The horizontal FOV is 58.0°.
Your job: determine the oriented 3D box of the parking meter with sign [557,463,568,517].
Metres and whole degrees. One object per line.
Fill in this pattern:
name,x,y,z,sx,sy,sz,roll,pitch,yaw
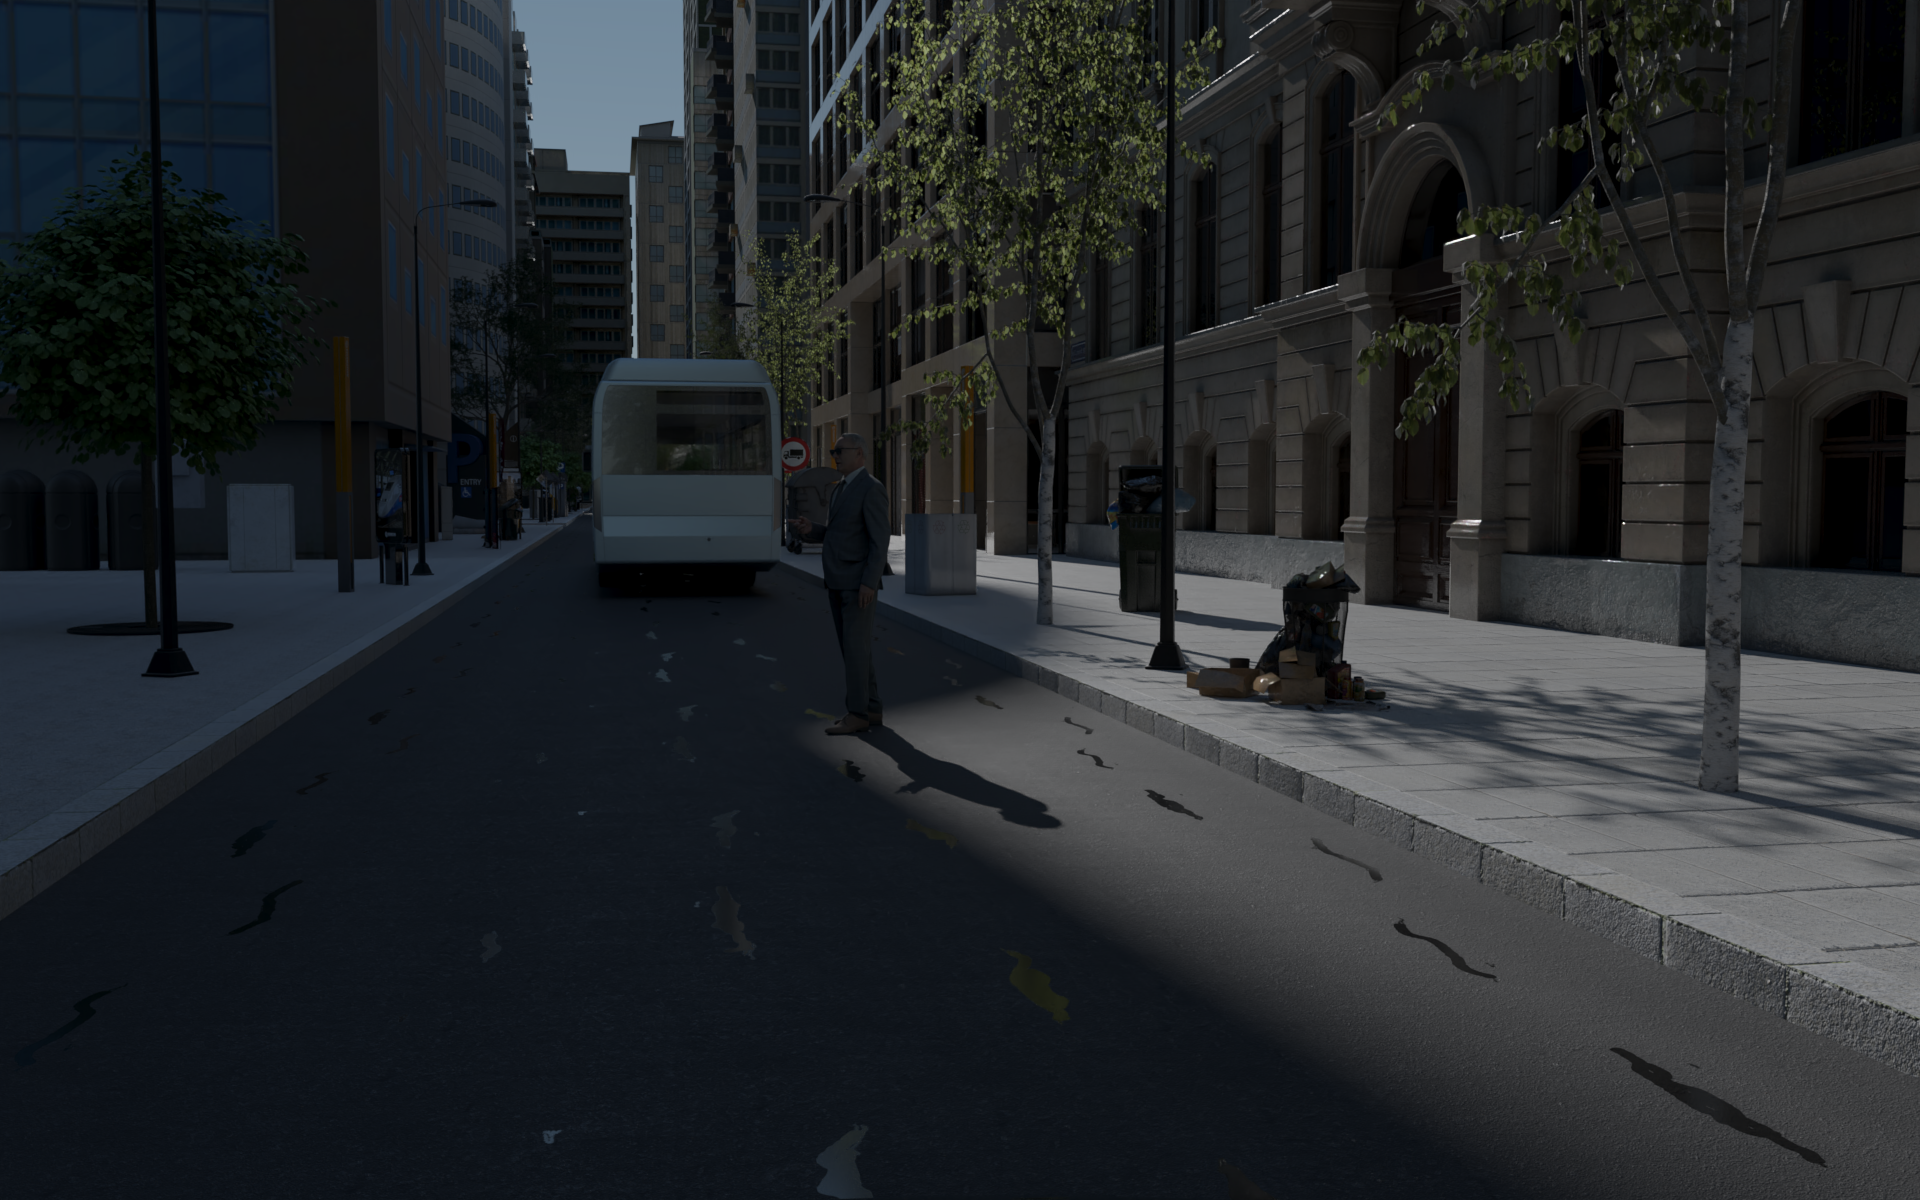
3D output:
parking meter with sign,-22.151,-6.128,96.451,0.543,3.016,1.738,0,4,-6

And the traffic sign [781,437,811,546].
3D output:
traffic sign,-3.701,-2.349,38.512,0.768,2.556,0.104,-1,4,-9

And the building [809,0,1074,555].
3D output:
building,6.788,-15.261,54.028,19.350,26.468,34.151,-1,4,-11

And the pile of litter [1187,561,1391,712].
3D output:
pile of litter,2.062,0.182,10.982,1.176,0.858,1.719,0,4,-5

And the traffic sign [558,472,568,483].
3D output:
traffic sign,-23.216,-6.162,100.853,0.768,2.556,0.104,0,4,-2

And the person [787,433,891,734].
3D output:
person,-0.718,-0.114,10.535,0.590,1.801,0.661,-2,4,-30

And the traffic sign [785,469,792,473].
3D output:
traffic sign,-4.646,-2.684,43.883,0.884,2.594,0.081,-1,4,-10

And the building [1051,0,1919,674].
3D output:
building,10.559,-12.250,19.375,14.460,24.649,34.723,-1,4,-11

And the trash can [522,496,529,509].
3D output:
trash can,-37.733,-8.488,150.429,0.748,1.137,0.748,0,3,0

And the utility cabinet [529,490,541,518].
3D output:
utility cabinet,-22.403,-5.062,91.447,0.318,1.500,1.173,-2,4,-33

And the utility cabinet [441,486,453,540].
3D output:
utility cabinet,-14.350,-2.434,48.474,0.318,1.500,1.173,-1,4,-17

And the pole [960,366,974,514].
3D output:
pole,0.113,-2.066,27.628,0.158,3.312,0.155,0,3,0

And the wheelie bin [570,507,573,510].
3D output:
wheelie bin,-31.606,-8.127,140.787,0.980,1.594,0.693,-2,4,-32

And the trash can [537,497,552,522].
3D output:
trash can,-19.312,-4.223,80.703,0.748,1.137,0.748,0,3,0

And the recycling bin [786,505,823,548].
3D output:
recycling bin,-3.690,-1.761,41.351,0.722,1.027,0.722,-2,4,-35

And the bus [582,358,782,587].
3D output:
bus,-5.081,-2.154,30.079,2.948,3.499,13.247,-1,4,-12

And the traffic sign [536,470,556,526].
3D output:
traffic sign,-16.764,-4.071,70.204,0.795,2.450,0.064,-1,4,-11

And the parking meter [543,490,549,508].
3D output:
parking meter,-22.967,-5.358,96.020,0.372,1.533,0.369,0,3,0

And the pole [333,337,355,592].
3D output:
pole,-8.029,-1.757,22.567,0.158,3.312,0.155,0,3,0

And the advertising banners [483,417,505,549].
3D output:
advertising banners,-10.904,-2.713,40.541,0.090,3.025,2.074,-2,4,-28

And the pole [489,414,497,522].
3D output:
pole,-11.858,-3.066,43.973,0.158,3.312,0.155,0,3,0

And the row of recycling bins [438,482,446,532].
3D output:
row of recycling bins,-18.940,-3.134,58.355,3.534,1.692,1.069,0,4,7

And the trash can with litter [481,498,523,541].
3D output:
trash can with litter,-12.596,-2.217,47.628,1.055,1.170,0.624,-3,5,-42

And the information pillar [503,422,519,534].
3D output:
information pillar,-14.493,-3.952,55.974,0.504,3.616,0.183,-1,4,-23

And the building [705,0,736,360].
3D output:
building,-8.310,-29.392,135.191,22.147,44.769,28.867,-1,4,-11

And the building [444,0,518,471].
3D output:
building,-42.242,-35.280,118.826,21.231,58.520,28.212,-1,4,-11

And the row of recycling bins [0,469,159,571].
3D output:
row of recycling bins,-15.342,-1.349,29.170,3.534,1.692,1.069,0,4,-4

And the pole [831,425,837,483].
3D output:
pole,-3.712,-3.497,51.021,0.158,3.312,0.155,0,3,0

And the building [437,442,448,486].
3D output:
building,-34.996,-39.607,85.824,20.563,71.187,20.611,-1,4,-11

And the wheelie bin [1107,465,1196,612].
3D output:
wheelie bin,2.086,-0.676,18.966,0.980,1.594,0.693,1,4,10

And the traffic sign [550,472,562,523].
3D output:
traffic sign,-18.335,-4.550,78.033,0.795,2.450,0.064,-1,4,-11

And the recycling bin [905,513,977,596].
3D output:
recycling bin,-0.250,-0.590,22.207,0.722,1.027,0.722,-2,4,-26

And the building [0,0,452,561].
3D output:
building,-19.300,-23.720,37.932,14.600,45.320,14.200,-1,4,-11

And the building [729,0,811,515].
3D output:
building,-0.865,-25.043,101.342,23.993,40.220,32.217,-1,4,-11

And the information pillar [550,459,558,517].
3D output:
information pillar,-22.885,-6.499,97.612,0.183,3.616,0.504,3,5,44

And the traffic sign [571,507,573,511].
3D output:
traffic sign,-29.358,-8.003,130.951,0.768,2.556,0.104,-1,4,-10
